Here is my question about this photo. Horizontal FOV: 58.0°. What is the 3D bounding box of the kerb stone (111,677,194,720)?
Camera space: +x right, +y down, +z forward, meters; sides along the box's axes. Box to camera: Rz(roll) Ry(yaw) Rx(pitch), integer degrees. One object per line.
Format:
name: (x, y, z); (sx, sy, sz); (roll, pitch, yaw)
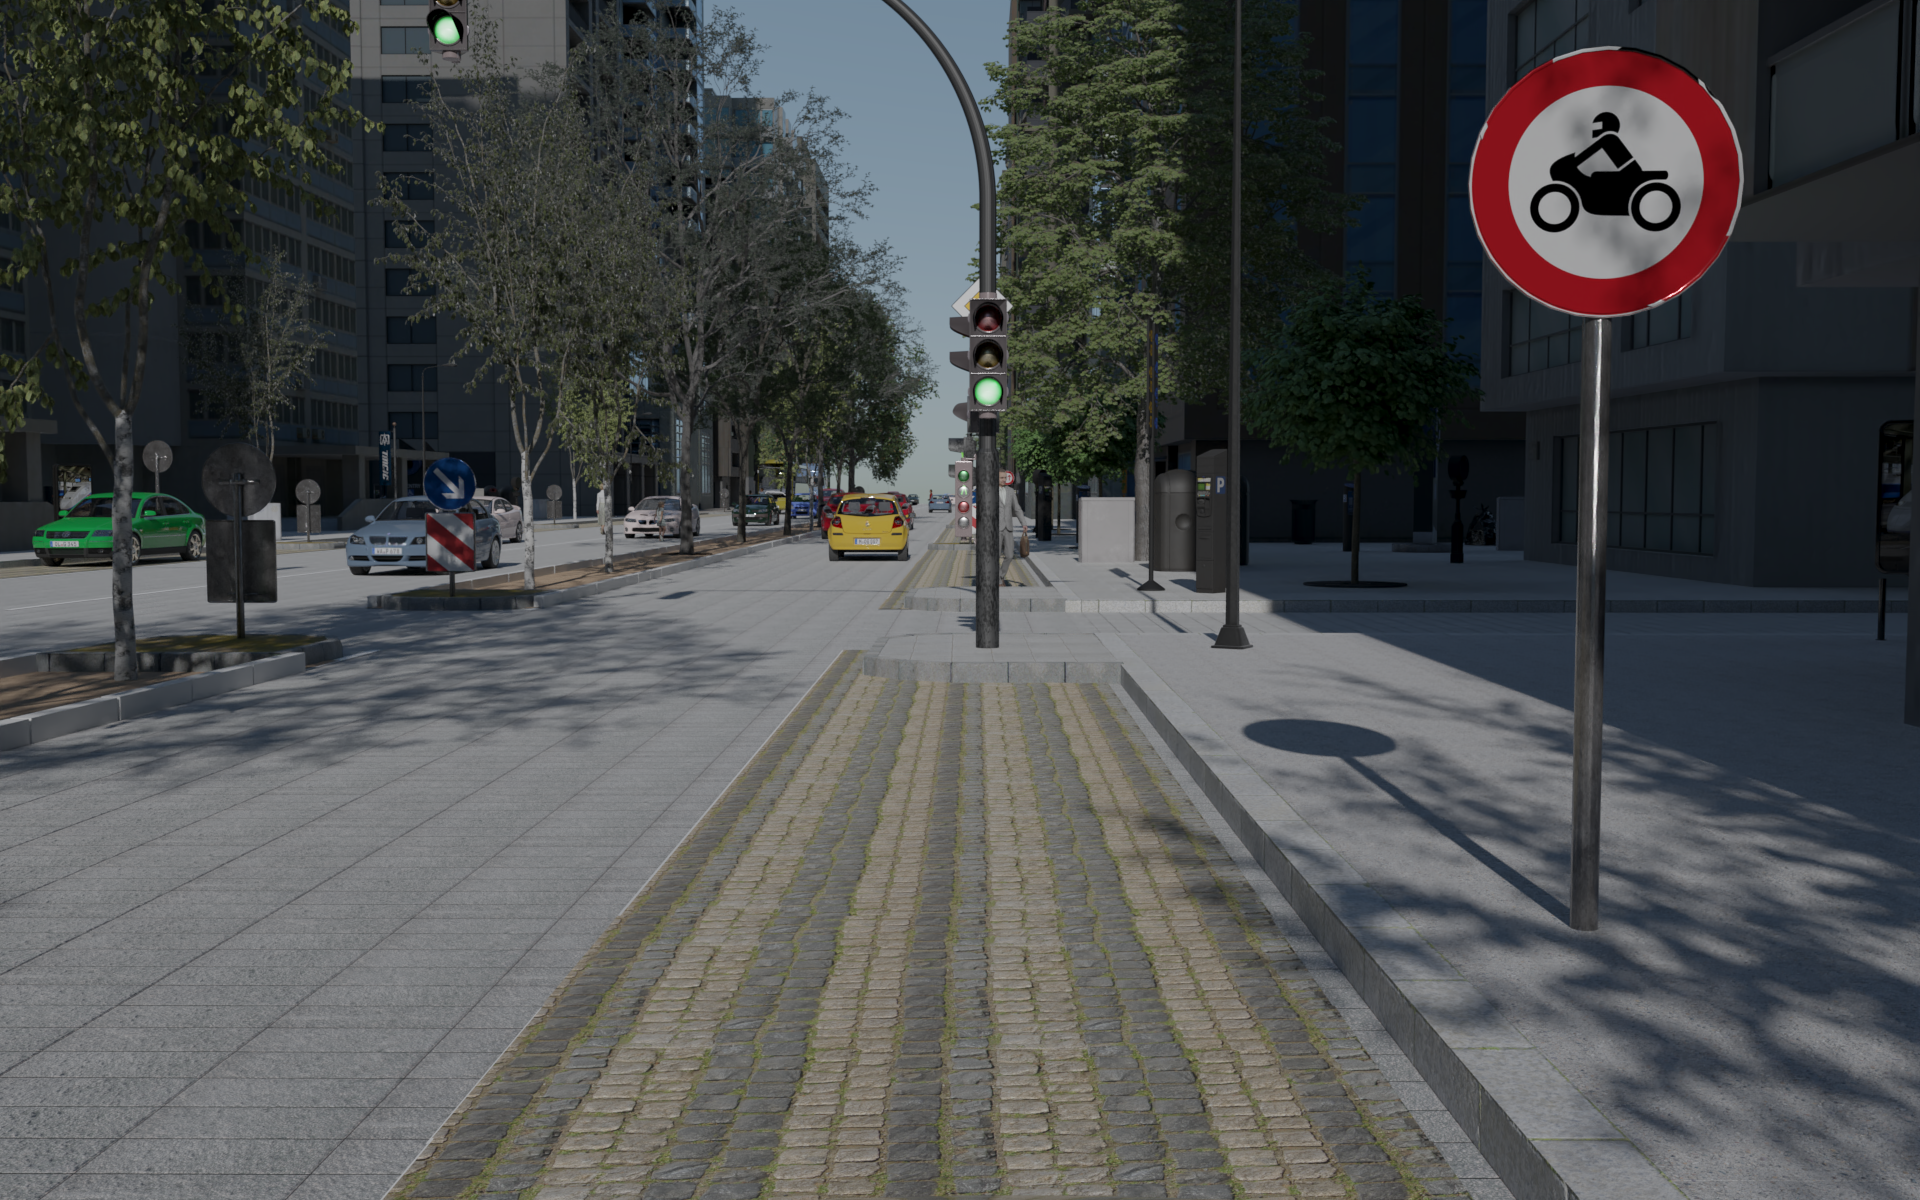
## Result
kerb stone: (-5.370, 0.656, 11.463); (0.120, 0.150, 1.000); (0, 4, 0)

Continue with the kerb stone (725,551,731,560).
kerb stone: (-5.153, -0.941, 37.617); (0.120, 0.150, 1.000); (0, 4, 0)

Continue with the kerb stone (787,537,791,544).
kerb stone: (-5.054, -1.696, 49.930); (0.120, 0.150, 1.000); (0, 4, 0)

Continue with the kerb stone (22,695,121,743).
kerb stone: (-5.384, 0.722, 10.440); (0.120, 0.150, 1.000); (0, 4, 0)

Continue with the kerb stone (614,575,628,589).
kerb stone: (-5.253, -0.254, 26.350); (0.120, 0.150, 1.000); (0, 4, 0)

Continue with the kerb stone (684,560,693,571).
kerb stone: (-5.196, -0.629, 32.487); (0.120, 0.150, 1.000); (0, 4, 0)

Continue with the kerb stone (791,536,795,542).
kerb stone: (-5.049, -1.756, 50.954); (0.120, 0.150, 1.000); (0, 4, 0)

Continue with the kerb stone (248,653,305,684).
kerb stone: (-5.361, 0.531, 13.514); (0.120, 0.150, 1.000); (0, 4, 0)

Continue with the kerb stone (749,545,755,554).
kerb stone: (-5.122, -1.188, 41.723); (0.120, 0.150, 1.000); (0, 4, 0)

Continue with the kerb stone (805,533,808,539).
kerb stone: (-5.011, -2.010, 55.056); (0.120, 0.150, 1.000); (0, 4, 0)

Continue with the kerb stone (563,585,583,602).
kerb stone: (-5.280, -0.066, 23.277); (0.120, 0.150, 1.000); (0, 4, 0)

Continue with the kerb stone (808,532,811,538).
kerb stone: (-5.004, -2.073, 56.081); (0.120, 0.150, 1.000); (0, 4, 0)

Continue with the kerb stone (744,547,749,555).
kerb stone: (-5.136, -1.131, 40.701); (0.120, 0.150, 1.000); (0, 4, 0)

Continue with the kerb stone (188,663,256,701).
kerb stone: (-5.367, 0.594, 12.488); (0.120, 0.150, 1.000); (0, 4, 0)

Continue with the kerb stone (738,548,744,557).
kerb stone: (-5.138, -1.068, 39.671); (0.120, 0.150, 1.000); (0, 4, 0)

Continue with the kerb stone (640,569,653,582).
kerb stone: (-5.236, -0.379, 28.394); (0.120, 0.150, 1.000); (0, 4, 0)

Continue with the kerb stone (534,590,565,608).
kerb stone: (-5.289, -0.003, 22.255); (0.120, 0.150, 1.000); (0, 4, 0)

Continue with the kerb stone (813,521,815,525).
kerb stone: (-6.900, -3.508, 79.681); (0.120, 0.150, 1.000); (0, 4, 0)

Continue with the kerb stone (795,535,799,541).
kerb stone: (-5.033, -1.822, 51.983); (0.120, 0.150, 1.000); (0, 4, 0)

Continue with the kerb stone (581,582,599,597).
kerb stone: (-5.274, -0.126, 24.300); (0.120, 0.150, 1.000); (0, 4, 0)

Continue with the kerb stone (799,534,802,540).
kerb stone: (-5.030, -1.882, 53.005); (0.120, 0.150, 1.000); (0, 4, 0)

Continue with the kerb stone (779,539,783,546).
kerb stone: (-5.071, -1.571, 47.876); (0.120, 0.150, 1.000); (0, 4, 0)

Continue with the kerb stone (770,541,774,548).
kerb stone: (-5.094, -1.445, 45.824); (0.120, 0.150, 1.000); (0, 4, 0)

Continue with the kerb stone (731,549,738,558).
kerb stone: (-5.143, -1.006, 38.647); (0.120, 0.150, 1.000); (0, 4, 0)

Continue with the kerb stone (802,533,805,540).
kerb stone: (-5.009, -1.942, 54.034); (0.120, 0.150, 1.000); (0, 4, 0)

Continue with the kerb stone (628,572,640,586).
kerb stone: (-5.247, -0.315, 27.372); (0.120, 0.150, 1.000); (0, 4, 0)

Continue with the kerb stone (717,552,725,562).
kerb stone: (-5.160, -0.877, 36.590); (0.120, 0.150, 1.000); (0, 4, 0)

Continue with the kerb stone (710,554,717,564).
kerb stone: (-5.172, -0.817, 35.561); (0.120, 0.150, 1.000); (0, 4, 0)

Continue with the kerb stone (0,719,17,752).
kerb stone: (-5.392, 0.786, 9.417); (0.120, 0.150, 1.000); (0, 4, 0)

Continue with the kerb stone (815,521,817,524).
kerb stone: (-6.902, -3.577, 80.703); (0.120, 0.150, 1.000); (0, 4, 0)

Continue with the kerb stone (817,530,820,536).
kerb stone: (-4.976, -2.261, 59.158); (0.120, 0.150, 1.000); (0, 4, 0)

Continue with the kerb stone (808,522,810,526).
kerb stone: (-6.921, -3.382, 77.613); (0.120, 0.150, 1.000); (0, 4, 0)

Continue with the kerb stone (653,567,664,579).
kerb stone: (-5.224, -0.438, 29.416); (0.120, 0.150, 1.000); (0, 4, 0)

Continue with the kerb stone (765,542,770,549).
kerb stone: (-5.098, -1.382, 44.794); (0.120, 0.150, 1.000); (0, 4, 0)

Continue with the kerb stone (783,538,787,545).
kerb stone: (-5.059, -1.628, 48.909); (0.120, 0.150, 1.000); (0, 4, 0)

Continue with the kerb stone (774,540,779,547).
kerb stone: (-5.076, -1.508, 46.850); (0.120, 0.150, 1.000); (0, 4, 0)

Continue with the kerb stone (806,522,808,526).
kerb stone: (-6.931, -3.326, 76.572); (0.120, 0.150, 1.000); (0, 4, 0)

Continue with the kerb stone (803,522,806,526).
kerb stone: (-6.941, -3.263, 75.539); (0.120, 0.150, 1.000); (0, 4, 0)

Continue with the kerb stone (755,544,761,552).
kerb stone: (-5.108, -1.255, 42.748); (0.120, 0.150, 1.000); (0, 4, 0)

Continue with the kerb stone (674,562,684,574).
kerb stone: (-5.204, -0.567, 31.464); (0.120, 0.150, 1.000); (0, 4, 0)

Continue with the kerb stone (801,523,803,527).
kerb stone: (-6.954, -3.200, 74.517); (0.120, 0.150, 1.000); (0, 4, 0)

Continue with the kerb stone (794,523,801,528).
kerb stone: (-6.957, -3.137, 73.488); (0.120, 0.150, 1.000); (0, 4, 0)

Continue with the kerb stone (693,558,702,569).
kerb stone: (-5.188, -0.687, 33.510); (0.120, 0.150, 1.000); (0, 4, 0)

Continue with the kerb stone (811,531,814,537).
kerb stone: (-4.996, -2.135, 57.107); (0.120, 0.150, 1.000); (0, 4, 0)

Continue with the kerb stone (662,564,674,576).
kerb stone: (-5.213, -0.504, 30.437); (0.120, 0.150, 1.000); (0, 4, 0)

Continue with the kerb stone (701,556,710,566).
kerb stone: (-5.177, -0.754, 34.540); (0.120, 0.150, 1.000); (0, 4, 0)

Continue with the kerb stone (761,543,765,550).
kerb stone: (-5.105, -1.320, 43.772); (0.120, 0.150, 1.000); (0, 4, 0)

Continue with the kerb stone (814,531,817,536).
kerb stone: (-4.985, -2.198, 58.136); (0.120, 0.150, 1.000); (0, 4, 0)

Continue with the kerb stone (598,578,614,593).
kerb stone: (-5.258, -0.192, 25.328); (0.120, 0.150, 1.000); (0, 4, 0)
